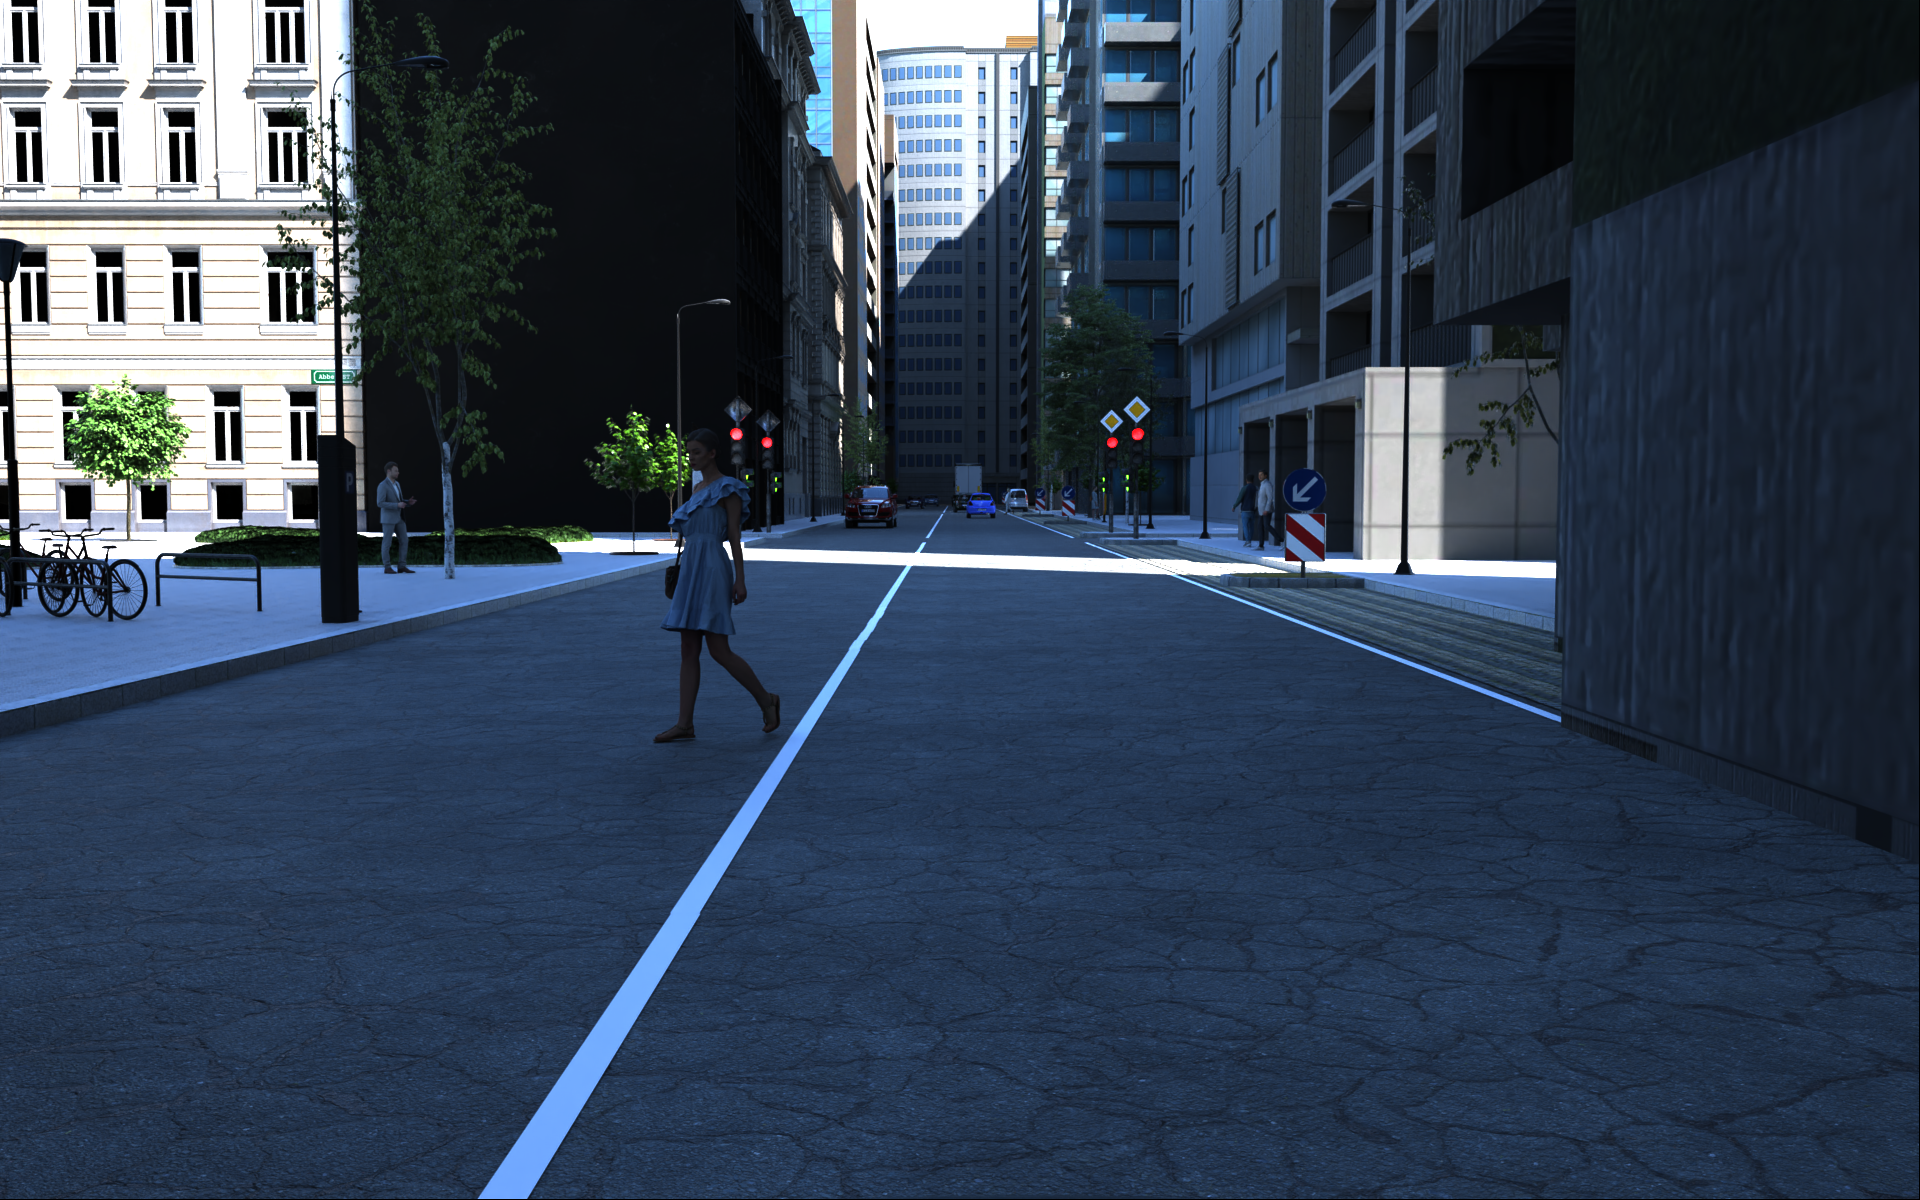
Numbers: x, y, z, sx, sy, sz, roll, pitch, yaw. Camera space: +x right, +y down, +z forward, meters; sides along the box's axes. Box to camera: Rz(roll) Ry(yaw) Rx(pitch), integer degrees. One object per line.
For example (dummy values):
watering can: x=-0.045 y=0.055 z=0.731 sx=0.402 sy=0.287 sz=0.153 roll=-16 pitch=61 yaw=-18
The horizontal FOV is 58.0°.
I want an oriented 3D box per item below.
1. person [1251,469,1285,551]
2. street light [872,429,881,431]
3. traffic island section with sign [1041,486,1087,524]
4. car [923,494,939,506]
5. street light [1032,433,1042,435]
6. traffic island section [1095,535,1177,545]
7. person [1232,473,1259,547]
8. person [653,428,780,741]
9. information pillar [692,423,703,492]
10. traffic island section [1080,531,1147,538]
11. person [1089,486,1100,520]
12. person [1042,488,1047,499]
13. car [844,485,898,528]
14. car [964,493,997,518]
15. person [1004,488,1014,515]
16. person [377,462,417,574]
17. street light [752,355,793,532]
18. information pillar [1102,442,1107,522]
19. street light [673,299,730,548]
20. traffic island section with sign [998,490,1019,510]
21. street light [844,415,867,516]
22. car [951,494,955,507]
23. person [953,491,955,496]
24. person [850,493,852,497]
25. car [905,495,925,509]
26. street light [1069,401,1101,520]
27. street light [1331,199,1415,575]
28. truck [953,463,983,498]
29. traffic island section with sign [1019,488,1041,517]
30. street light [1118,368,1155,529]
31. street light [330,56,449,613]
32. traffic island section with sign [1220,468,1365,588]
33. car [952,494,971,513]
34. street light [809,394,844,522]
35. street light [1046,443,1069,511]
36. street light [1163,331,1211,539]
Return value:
person: x=7.009 y=-2.043 z=39.287 sx=0.795 sy=1.843 sz=0.661 roll=0 pitch=4 yaw=-1
street light: x=-6.404 y=-9.293 z=124.482 sx=1.470 sy=5.913 sz=1.316 roll=0 pitch=4 yaw=0
traffic island section with sign: x=4.992 y=-4.506 z=82.299 sx=1.989 sy=1.847 sz=2.006 roll=0 pitch=4 yaw=0
car: x=-3.344 y=-11.602 z=201.689 sx=2.014 sy=1.417 sz=4.499 roll=0 pitch=3 yaw=0
street light: x=6.185 y=-9.758 z=132.083 sx=1.470 sy=5.913 sz=1.316 roll=0 pitch=4 yaw=0
traffic island section: x=5.073 y=-1.678 z=49.715 sx=2.009 sy=0.180 sz=2.903 roll=0 pitch=4 yaw=0
person: x=7.009 y=-2.177 z=41.985 sx=0.623 sy=1.781 sz=0.721 roll=-2 pitch=4 yaw=-32
person: x=-1.463 y=-0.096 z=10.169 sx=0.778 sy=1.811 sz=0.616 roll=-2 pitch=4 yaw=-32
information pillar: x=-8.520 y=-3.990 z=56.588 sx=0.504 sy=3.616 sz=0.183 roll=-1 pitch=4 yaw=-13
traffic island section: x=5.053 y=-2.166 z=57.700 sx=2.009 sy=0.180 sz=2.903 roll=0 pitch=4 yaw=0
person: x=6.583 y=-4.745 z=84.624 sx=0.522 sy=1.701 sz=0.512 roll=1 pitch=4 yaw=9
person: x=6.726 y=-8.065 z=138.620 sx=0.721 sy=1.743 sz=1.217 roll=-1 pitch=4 yaw=-17
car: x=-3.787 y=-4.023 z=74.446 sx=2.281 sy=1.827 sz=5.304 roll=0 pitch=4 yaw=1
car: x=1.240 y=-5.750 z=103.607 sx=1.945 sy=1.707 sz=3.694 roll=0 pitch=4 yaw=-1
person: x=3.437 y=-6.894 z=121.098 sx=0.818 sy=1.842 sz=0.514 roll=-1 pitch=4 yaw=-13
person: x=-9.068 y=-1.325 z=27.907 sx=0.583 sy=1.804 sz=0.606 roll=1 pitch=4 yaw=10
street light: x=-6.276 y=-5.234 z=58.119 sx=1.470 sy=5.913 sz=1.316 roll=0 pitch=4 yaw=0
information pillar: x=6.538 y=-5.315 z=78.254 sx=0.183 sy=3.616 sz=0.504 roll=0 pitch=4 yaw=-5
street light: x=-6.176 y=-4.214 z=41.435 sx=1.470 sy=5.913 sz=1.316 roll=0 pitch=4 yaw=0
traffic island section with sign: x=4.794 y=-9.250 z=159.871 sx=1.989 sy=1.847 sz=2.006 roll=0 pitch=4 yaw=0
street light: x=-6.361 y=-7.940 z=102.361 sx=1.470 sy=5.913 sz=1.316 roll=0 pitch=4 yaw=0
car: x=-0.085 y=-11.565 z=198.875 sx=2.009 sy=1.686 sz=4.222 roll=0 pitch=4 yaw=0
person: x=-0.469 y=-12.032 z=205.750 sx=0.750 sy=1.759 sz=0.617 roll=-1 pitch=4 yaw=-17
person: x=-7.887 y=-7.294 z=125.567 sx=0.573 sy=1.790 sz=0.520 roll=-2 pitch=4 yaw=-34
car: x=-4.397 y=-9.576 z=169.152 sx=1.945 sy=1.354 sz=3.894 roll=0 pitch=4 yaw=1
street light: x=6.370 y=-6.978 z=86.633 sx=1.470 sy=5.913 sz=1.316 roll=0 pitch=4 yaw=0
street light: x=6.548 y=-3.360 z=27.471 sx=1.470 sy=5.913 sz=1.316 roll=0 pitch=4 yaw=0
truck: x=0.772 y=-10.702 z=163.892 sx=2.839 sy=4.237 sz=11.283 roll=0 pitch=3 yaw=0
traffic island section with sign: x=4.922 y=-6.168 z=109.467 sx=1.989 sy=1.847 sz=2.006 roll=0 pitch=4 yaw=0
street light: x=6.488 y=-5.582 z=63.811 sx=1.470 sy=5.913 sz=1.316 roll=0 pitch=4 yaw=0
street light: x=-6.116 y=-2.813 z=18.529 sx=1.470 sy=5.913 sz=1.316 roll=0 pitch=4 yaw=0
traffic island section with sign: x=5.135 y=-1.131 z=27.122 sx=1.989 sy=1.847 sz=2.006 roll=0 pitch=4 yaw=0
car: x=0.362 y=-7.704 z=135.752 sx=2.009 sy=1.686 sz=4.222 roll=0 pitch=4 yaw=-2
street light: x=-6.263 y=-6.587 z=80.240 sx=1.470 sy=5.913 sz=1.316 roll=0 pitch=4 yaw=0
street light: x=6.327 y=-8.343 z=108.950 sx=1.470 sy=5.913 sz=1.316 roll=0 pitch=4 yaw=0
street light: x=6.500 y=-4.713 z=49.592 sx=1.470 sy=5.913 sz=1.316 roll=0 pitch=4 yaw=0
